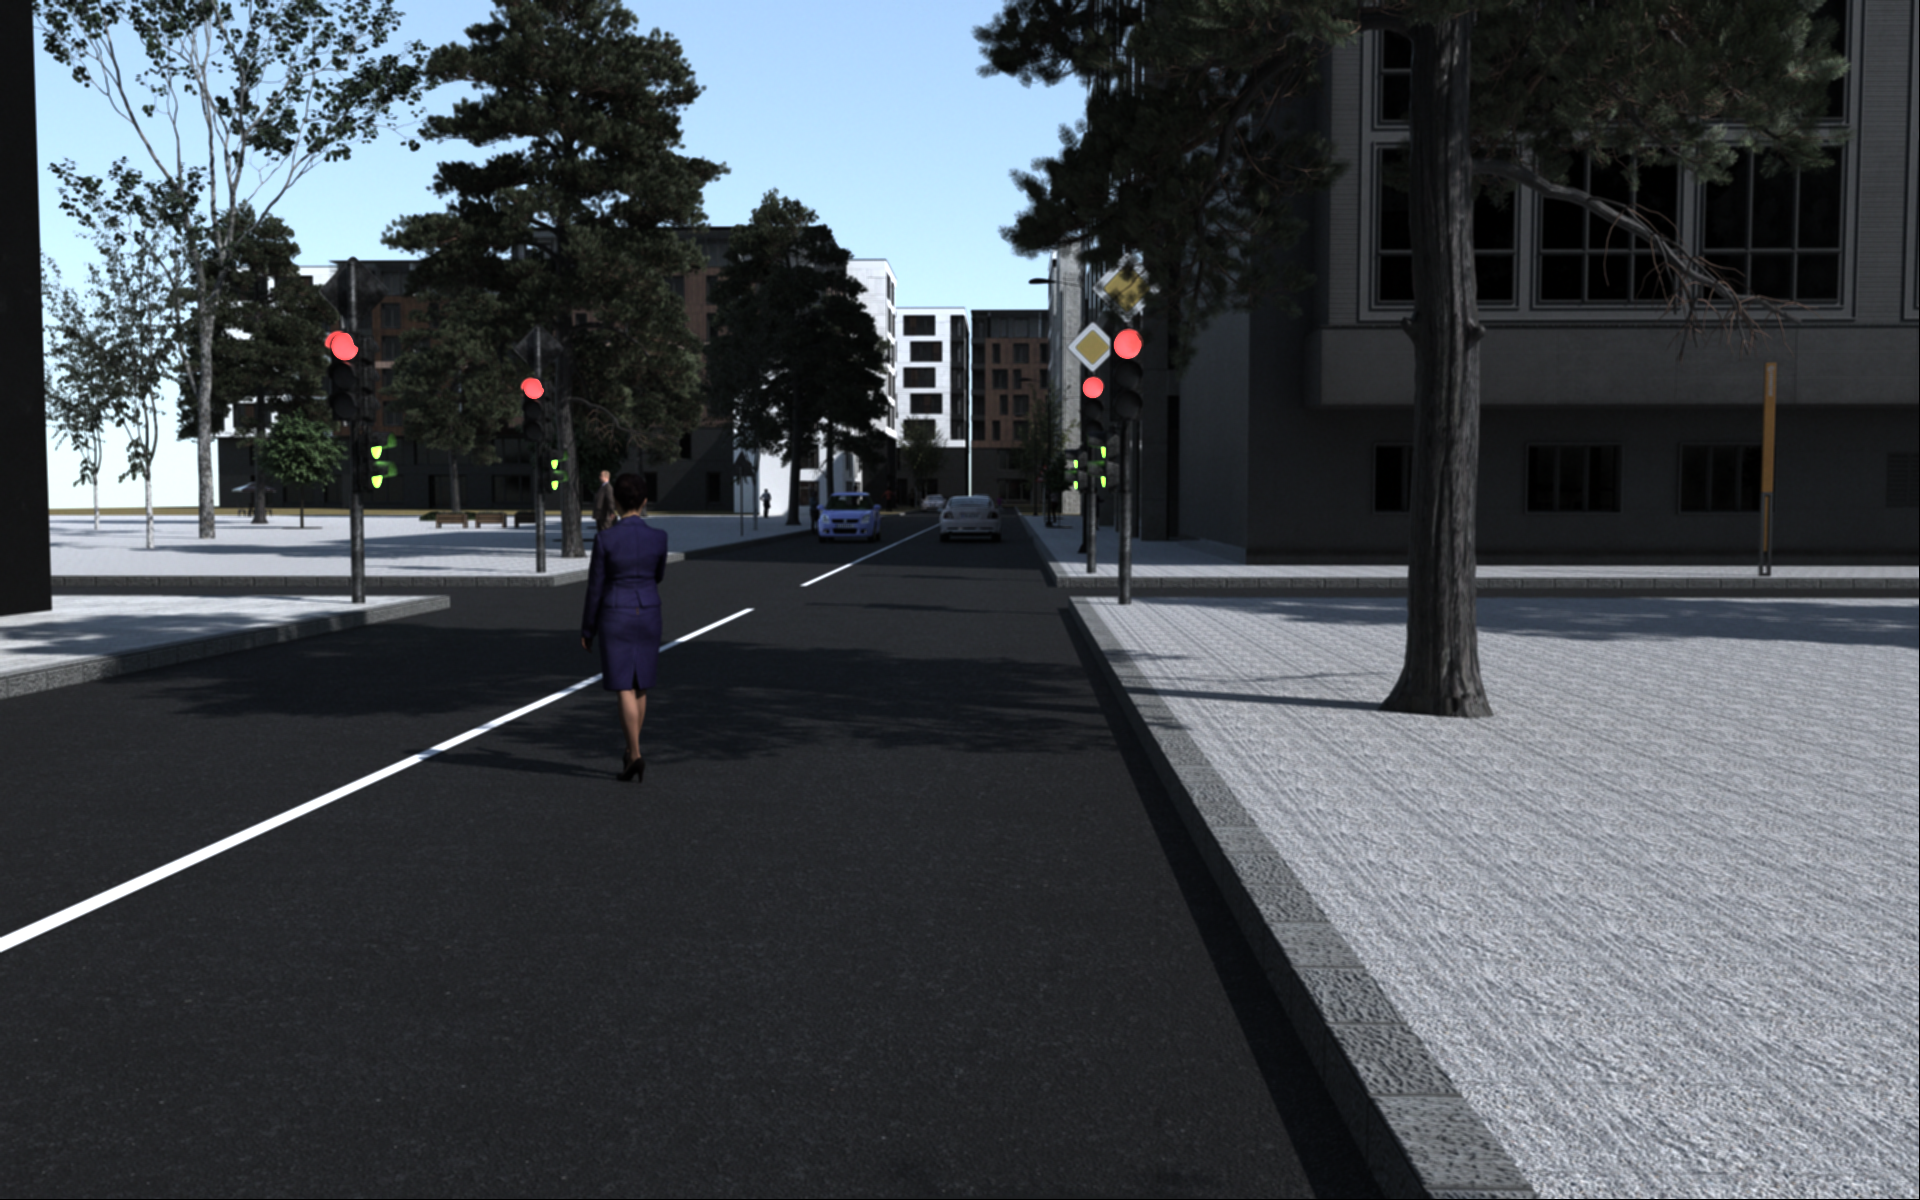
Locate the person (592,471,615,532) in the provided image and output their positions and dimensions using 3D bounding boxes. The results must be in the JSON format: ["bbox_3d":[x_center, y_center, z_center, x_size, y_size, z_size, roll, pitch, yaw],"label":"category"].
[{"bbox_3d":[-7.294,-1.761,35.396,0.434,1.755,0.990,-2,4,-30],"label":"person"}]

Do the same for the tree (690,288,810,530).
[{"bbox_3d":[-7.511,-6.779,61.202,4.360,8.622,3.978,0,3,0],"label":"tree"}]

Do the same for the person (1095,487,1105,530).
[{"bbox_3d":[4.834,-3.246,61.479,0.453,1.535,0.546,1,4,22],"label":"person"}]

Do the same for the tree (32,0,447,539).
[{"bbox_3d":[-20.988,-11.919,50.769,12.611,20.169,13.585,0,3,0],"label":"tree"}]

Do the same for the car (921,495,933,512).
[{"bbox_3d":[-2.066,-7.822,140.248,2.083,1.381,4.827,0,4,3],"label":"car"}]

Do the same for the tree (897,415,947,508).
[{"bbox_3d":[-3.469,-12.892,161.141,4.360,8.622,3.978,0,3,0],"label":"tree"}]

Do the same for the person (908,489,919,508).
[{"bbox_3d":[-4.484,-9.727,165.169,1.348,1.812,0.705,3,5,43],"label":"person"}]

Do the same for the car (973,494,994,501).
[{"bbox_3d":[1.548,-7.098,128.048,2.014,1.417,4.499,0,3,0],"label":"car"}]

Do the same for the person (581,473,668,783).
[{"bbox_3d":[-1.725,0.128,8.773,0.546,1.535,0.453,3,5,43],"label":"person"}]

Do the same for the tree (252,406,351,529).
[{"bbox_3d":[-24.528,-4.944,64.550,4.285,4.588,4.351,0,3,0],"label":"tree"}]

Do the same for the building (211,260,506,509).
[{"bbox_3d":[-51.106,-19.665,165.493,32.646,21.610,27.936,0,4,2],"label":"building"}]

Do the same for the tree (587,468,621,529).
[{"bbox_3d":[-13.423,-4.283,64.636,1.663,3.219,1.824,0,3,0],"label":"tree"}]

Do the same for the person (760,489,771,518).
[{"bbox_3d":[-10.564,-5.250,94.087,0.614,1.554,0.590,1,4,9],"label":"person"}]

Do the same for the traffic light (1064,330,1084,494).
[{"bbox_3d":[2.113,-2.372,28.020,0.839,4.213,0.868,0,4,2],"label":"traffic light"}]

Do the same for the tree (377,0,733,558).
[{"bbox_3d":[-7.937,-6.889,34.693,6.751,12.117,7.091,0,3,0],"label":"tree"}]

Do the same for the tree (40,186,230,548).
[{"bbox_3d":[-19.435,-5.528,40.752,4.360,8.622,3.978,0,3,0],"label":"tree"}]

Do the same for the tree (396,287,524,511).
[{"bbox_3d":[-28.023,-11.517,95.718,7.806,13.903,7.818,0,3,0],"label":"tree"}]

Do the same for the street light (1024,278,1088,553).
[{"bbox_3d":[2.177,-3.967,37.408,1.470,5.913,1.316,0,4,2],"label":"street light"}]

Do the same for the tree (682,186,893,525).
[{"bbox_3d":[-6.718,-10.017,71.198,7.806,13.903,7.818,0,3,0],"label":"tree"}]

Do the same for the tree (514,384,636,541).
[{"bbox_3d":[-10.503,-3.891,47.327,4.285,4.588,4.351,0,3,0],"label":"tree"}]

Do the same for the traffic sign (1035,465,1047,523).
[{"bbox_3d":[3.717,-4.631,75.712,0.884,2.594,0.081,0,4,8],"label":"traffic sign"}]

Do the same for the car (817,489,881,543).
[{"bbox_3d":[-3.314,-2.611,52.288,1.945,1.707,3.694,0,4,1],"label":"car"}]

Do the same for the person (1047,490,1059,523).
[{"bbox_3d":[4.186,-4.316,78.069,0.517,1.644,0.566,-1,4,-11],"label":"person"}]

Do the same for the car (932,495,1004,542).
[{"bbox_3d":[0.322,-2.504,53.297,2.083,1.381,4.827,0,4,0],"label":"car"}]

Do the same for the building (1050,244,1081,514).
[{"bbox_3d":[15.452,-15.966,127.500,16.747,18.905,31.486,0,4,2],"label":"building"}]

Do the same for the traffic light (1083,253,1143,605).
[{"bbox_3d":[1.897,-1.883,20.038,0.839,4.213,0.868,0,4,2],"label":"traffic light"}]

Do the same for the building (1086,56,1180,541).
[{"bbox_3d":[15.007,-15.826,63.278,19.350,26.468,34.151,0,4,2],"label":"building"}]

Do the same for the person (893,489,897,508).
[{"bbox_3d":[-5.793,-9.055,155.007,0.530,1.710,0.541,1,4,9],"label":"person"}]

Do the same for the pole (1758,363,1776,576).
[{"bbox_3d":[12.594,-2.029,27.019,0.158,3.312,0.155,0,3,0],"label":"pole"}]

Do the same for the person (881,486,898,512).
[{"bbox_3d":[-5.094,-7.251,124.529,1.348,1.831,0.705,1,4,18],"label":"person"}]

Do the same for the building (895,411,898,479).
[{"bbox_3d":[-20.521,-14.171,173.849,28.070,9.664,9.099,0,4,2],"label":"building"}]

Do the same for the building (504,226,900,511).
[{"bbox_3d":[-20.399,-18.647,148.847,27.936,21.610,32.646,0,4,2],"label":"building"}]

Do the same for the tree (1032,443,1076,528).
[{"bbox_3d":[3.850,-4.351,65.736,1.663,3.219,1.824,0,3,0],"label":"tree"}]

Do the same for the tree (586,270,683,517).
[{"bbox_3d":[-17.873,-11.530,95.933,7.806,13.903,7.818,0,3,0],"label":"tree"}]

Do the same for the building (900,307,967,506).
[{"bbox_3d":[-15.386,-21.998,203.638,32.646,21.610,27.936,0,4,2],"label":"building"}]

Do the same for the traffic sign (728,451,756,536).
[{"bbox_3d":[-6.658,-3.227,52.767,0.884,2.594,0.081,1,4,9],"label":"traffic sign"}]

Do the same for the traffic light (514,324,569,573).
[{"bbox_3d":[-6.845,-2.385,28.246,0.839,4.213,0.868,0,4,2],"label":"traffic light"}]

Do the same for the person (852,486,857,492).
[{"bbox_3d":[-5.714,-5.393,94.929,0.504,1.737,0.576,0,4,8],"label":"person"}]

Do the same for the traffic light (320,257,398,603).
[{"bbox_3d":[-7.061,-1.897,20.264,0.839,4.213,0.868,0,4,2],"label":"traffic light"}]

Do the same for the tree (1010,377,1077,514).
[{"bbox_3d":[5.307,-9.701,108.968,4.737,8.622,4.395,0,3,0],"label":"tree"}]

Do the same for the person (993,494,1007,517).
[{"bbox_3d":[2.403,-5.766,105.996,0.991,1.433,0.599,1,4,11],"label":"person"}]

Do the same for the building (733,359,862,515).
[{"bbox_3d":[-11.084,-10.761,118.092,9.099,9.664,28.070,0,4,2],"label":"building"}]

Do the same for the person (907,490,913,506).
[{"bbox_3d":[-5.124,-10.623,180.438,0.721,1.735,1.217,-3,5,-40],"label":"person"}]

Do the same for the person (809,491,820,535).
[{"bbox_3d":[-5.006,-3.020,60.083,0.499,1.552,0.429,-2,4,-34],"label":"person"}]

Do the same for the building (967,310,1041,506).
[{"bbox_3d":[17.775,-21.910,202.195,32.646,21.610,27.936,0,4,2],"label":"building"}]

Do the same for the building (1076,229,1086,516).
[{"bbox_3d":[11.851,-15.613,91.434,11.583,22.565,21.152,0,4,2],"label":"building"}]

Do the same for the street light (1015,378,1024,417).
[{"bbox_3d":[3.037,-5.929,69.486,1.470,5.913,1.316,0,4,2],"label":"street light"}]

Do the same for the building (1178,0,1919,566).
[{"bbox_3d":[17.182,-14.795,35.413,24.014,27.812,14.314,0,4,2],"label":"building"}]

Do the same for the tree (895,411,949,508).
[{"bbox_3d":[-3.700,-12.461,154.106,4.737,8.622,4.395,0,3,0],"label":"tree"}]

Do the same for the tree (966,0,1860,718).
[{"bbox_3d":[2.789,-5.366,9.791,6.751,12.117,7.091,0,3,0],"label":"tree"}]

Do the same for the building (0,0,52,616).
[{"bbox_3d":[-18.100,-11.182,12.497,15.834,23.373,12.332,0,4,2],"label":"building"}]

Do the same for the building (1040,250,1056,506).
[{"bbox_3d":[22.024,-19.340,160.189,27.936,21.610,32.646,0,4,2],"label":"building"}]

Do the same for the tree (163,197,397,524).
[{"bbox_3d":[-30.127,-10.244,74.910,7.806,13.903,7.818,0,3,0],"label":"tree"}]

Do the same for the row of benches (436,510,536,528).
[{"bbox_3d":[-17.620,-3.055,65.404,4.104,0.672,1.422,0,4,-6],"label":"row of benches"}]
